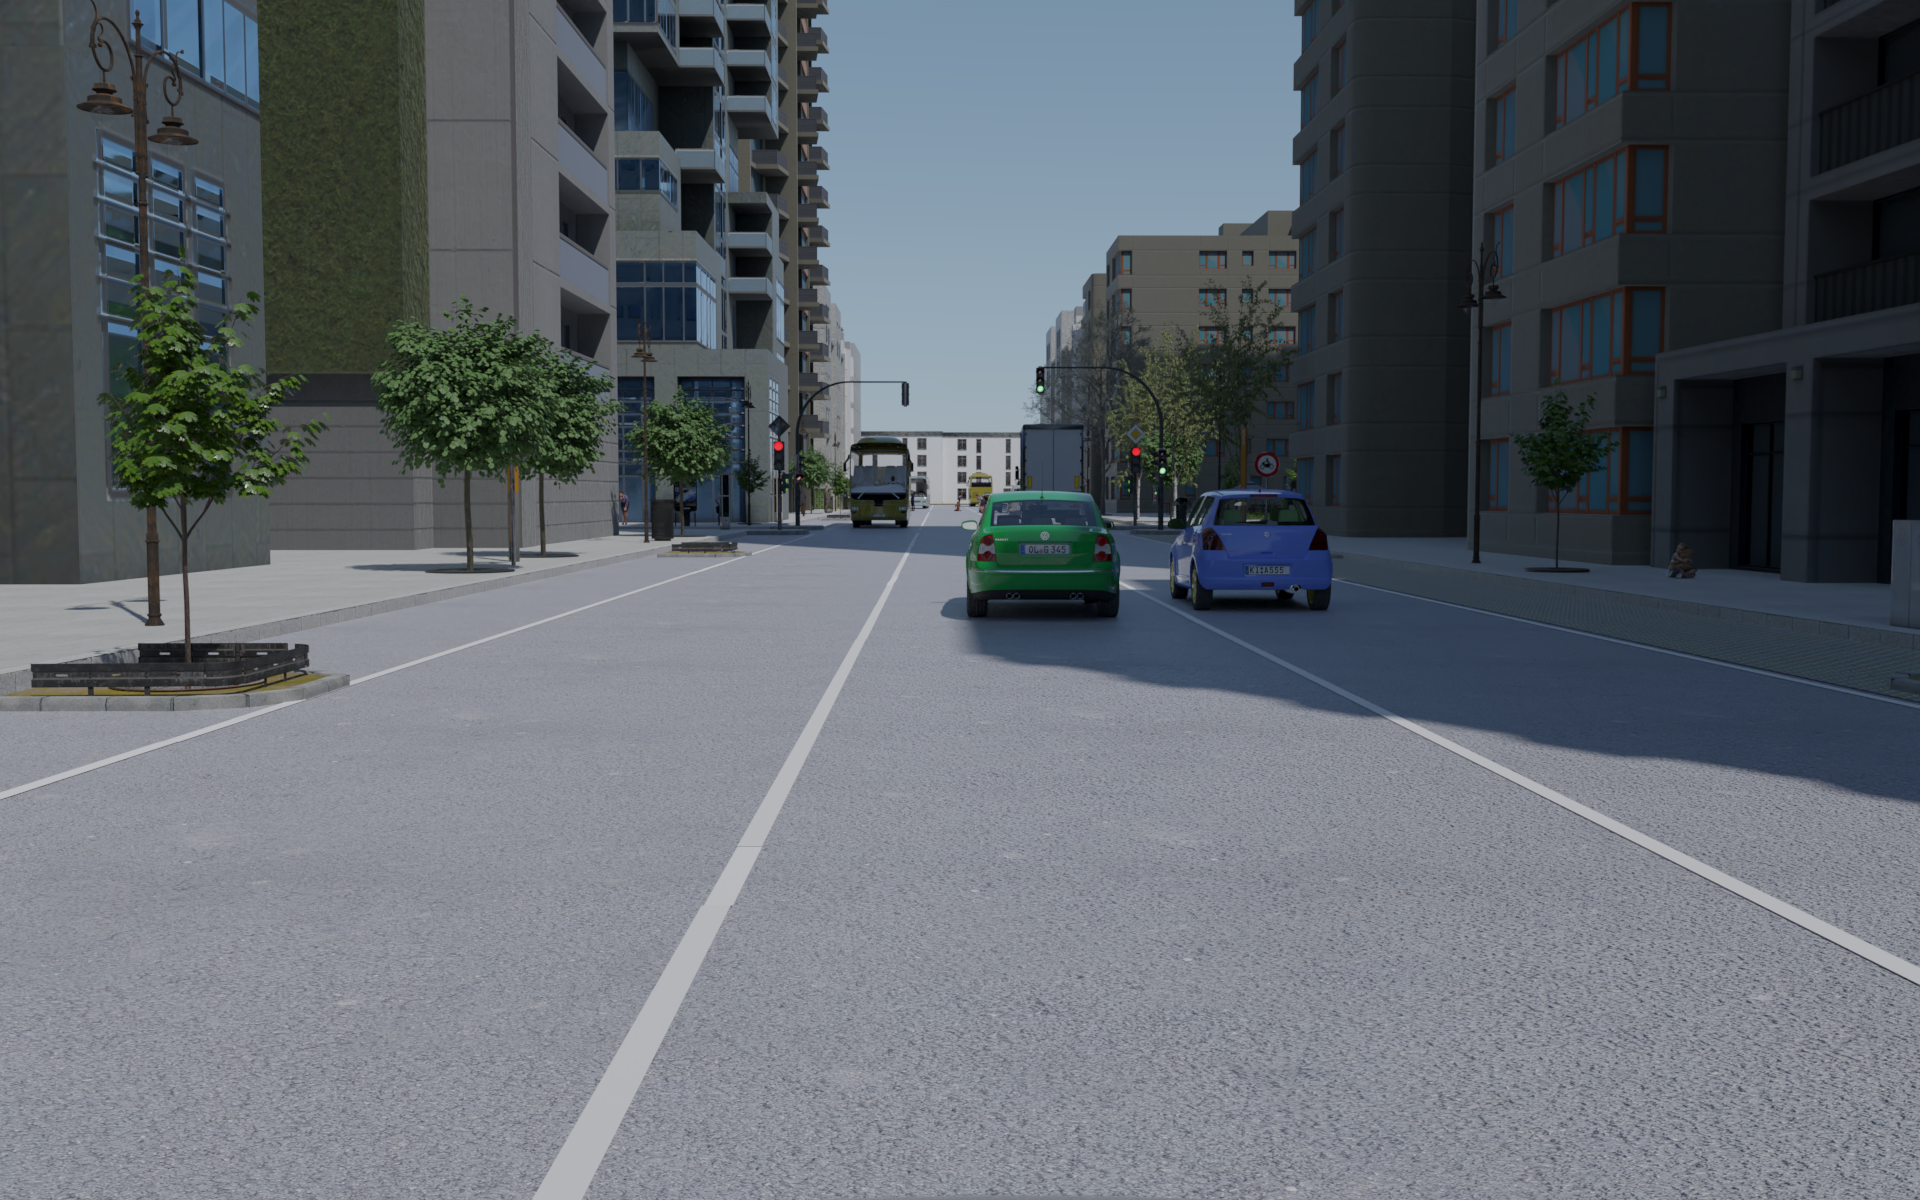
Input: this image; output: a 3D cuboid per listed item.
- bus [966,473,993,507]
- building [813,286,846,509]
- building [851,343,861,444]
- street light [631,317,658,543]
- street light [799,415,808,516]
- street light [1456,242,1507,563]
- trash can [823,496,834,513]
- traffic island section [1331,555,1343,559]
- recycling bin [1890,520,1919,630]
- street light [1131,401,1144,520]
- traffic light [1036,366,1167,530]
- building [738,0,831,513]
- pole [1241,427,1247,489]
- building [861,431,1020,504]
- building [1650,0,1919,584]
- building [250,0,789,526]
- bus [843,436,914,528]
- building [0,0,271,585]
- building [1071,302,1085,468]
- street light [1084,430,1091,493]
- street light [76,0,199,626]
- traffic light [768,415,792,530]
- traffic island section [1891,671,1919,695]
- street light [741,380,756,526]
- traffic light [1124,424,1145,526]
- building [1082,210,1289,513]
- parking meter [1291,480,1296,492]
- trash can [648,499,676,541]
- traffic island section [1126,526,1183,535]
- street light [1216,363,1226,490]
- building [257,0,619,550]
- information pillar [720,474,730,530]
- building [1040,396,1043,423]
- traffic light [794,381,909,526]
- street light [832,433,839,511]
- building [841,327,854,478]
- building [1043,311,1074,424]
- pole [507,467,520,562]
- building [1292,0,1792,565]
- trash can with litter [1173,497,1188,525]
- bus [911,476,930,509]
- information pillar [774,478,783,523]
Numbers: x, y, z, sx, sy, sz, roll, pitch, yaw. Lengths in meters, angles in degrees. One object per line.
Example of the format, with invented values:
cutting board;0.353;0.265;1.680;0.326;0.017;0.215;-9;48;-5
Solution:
bus;2.296;-12.697;199.147;2.896;3.916;12.252;0;4;-1
building;-19.881;-17.999;160.749;16.747;18.905;31.486;0;4;-1
building;-28.197;-21.072;210.978;31.486;18.905;16.747;0;4;-1
street light;-8.258;-4.445;45.460;0.468;5.910;1.993;0;4;-1
street light;-9.002;-7.751;99.523;0.468;5.910;1.993;0;4;-1
street light;9.583;-3.620;31.974;0.468;5.910;1.993;0;4;-1
trash can;-8.980;-6.524;118.322;0.748;1.137;0.748;0;3;0
traffic island section;7.457;-0.999;39.200;1.991;0.108;1.994;0;4;-1
recycling bin;9.431;-0.244;16.543;0.722;1.027;0.722;0;4;-2
street light;8.830;-6.950;86.413;0.468;5.910;1.993;0;4;-1
traffic light;5.057;-5.320;61.658;4.771;5.953;1.251;0;4;-1
building;-21.212;-29.019;129.084;22.147;44.769;28.867;0;4;-1
pole;8.702;-3.626;53.135;0.158;3.312;0.155;0;3;0
building;-2.422;-17.951;235.648;28.070;9.664;9.099;0;4;-1
building;22.462;-35.466;18.116;20.563;71.187;20.611;0;4;-1
building;-19.897;-47.541;89.960;22.319;86.520;31.000;0;4;-1
bus;-3.488;-5.243;77.275;2.896;3.916;12.252;0;4;-1
building;-21.521;-42.852;13.305;22.319;86.520;31.000;0;4;-1
building;18.093;-18.208;154.128;16.016;20.091;11.380;0;4;-1
street light;8.523;-8.737;115.636;0.468;5.910;1.993;0;4;-1
street light;-7.853;-2.686;16.711;0.468;5.910;1.993;0;4;-1
traffic light;-6.412;-4.448;61.644;0.839;4.253;0.868;0;4;-1
traffic island section;7.792;0.649;12.259;1.991;0.108;1.994;0;4;-1
street light;-8.588;-5.972;70.423;0.468;5.910;1.993;0;4;-1
traffic light;7.051;-4.947;69.809;0.839;4.253;0.868;0;4;-1
building;24.204;-17.460;130.509;27.650;21.520;28.899;0;4;-1
parking meter;13.455;-3.893;69.356;0.255;1.863;0.399;-3;4;-37
trash can;-8.137;-2.184;47.366;0.748;1.137;0.748;0;3;0
traffic island section;7.188;-2.426;61.939;2.009;0.180;2.903;0;4;-1
street light;9.199;-5.417;61.357;0.468;5.910;1.993;0;4;-1
building;-24.589;-30.927;47.657;28.212;58.520;21.231;0;4;-1
information pillar;-8.489;-3.548;62.503;0.304;2.012;0.304;-1;4;-23
building;27.303;-22.842;239.930;31.486;18.905;16.747;0;4;-1
traffic light;-4.419;-5.812;69.689;4.771;5.953;1.251;0;4;-1
street light;-9.235;-9.510;128.274;0.468;5.910;1.993;0;4;-1
building;-19.857;-20.632;193.751;16.016;20.091;11.380;0;4;-1
building;18.032;-18.905;175.559;16.747;18.905;31.486;0;4;-1
pole;-8.443;-2.377;32.703;0.158;3.312;0.155;0;3;0
building;25.363;-12.234;45.064;27.650;21.520;28.899;0;4;-1
trash can with litter;9.020;-3.646;71.007;0.624;1.170;1.055;0;4;3
bus;-4.391;-10.794;171.335;2.948;3.499;13.247;0;4;1
information pillar;-8.188;-4.501;78.076;0.304;2.012;0.304;-2;4;-31
